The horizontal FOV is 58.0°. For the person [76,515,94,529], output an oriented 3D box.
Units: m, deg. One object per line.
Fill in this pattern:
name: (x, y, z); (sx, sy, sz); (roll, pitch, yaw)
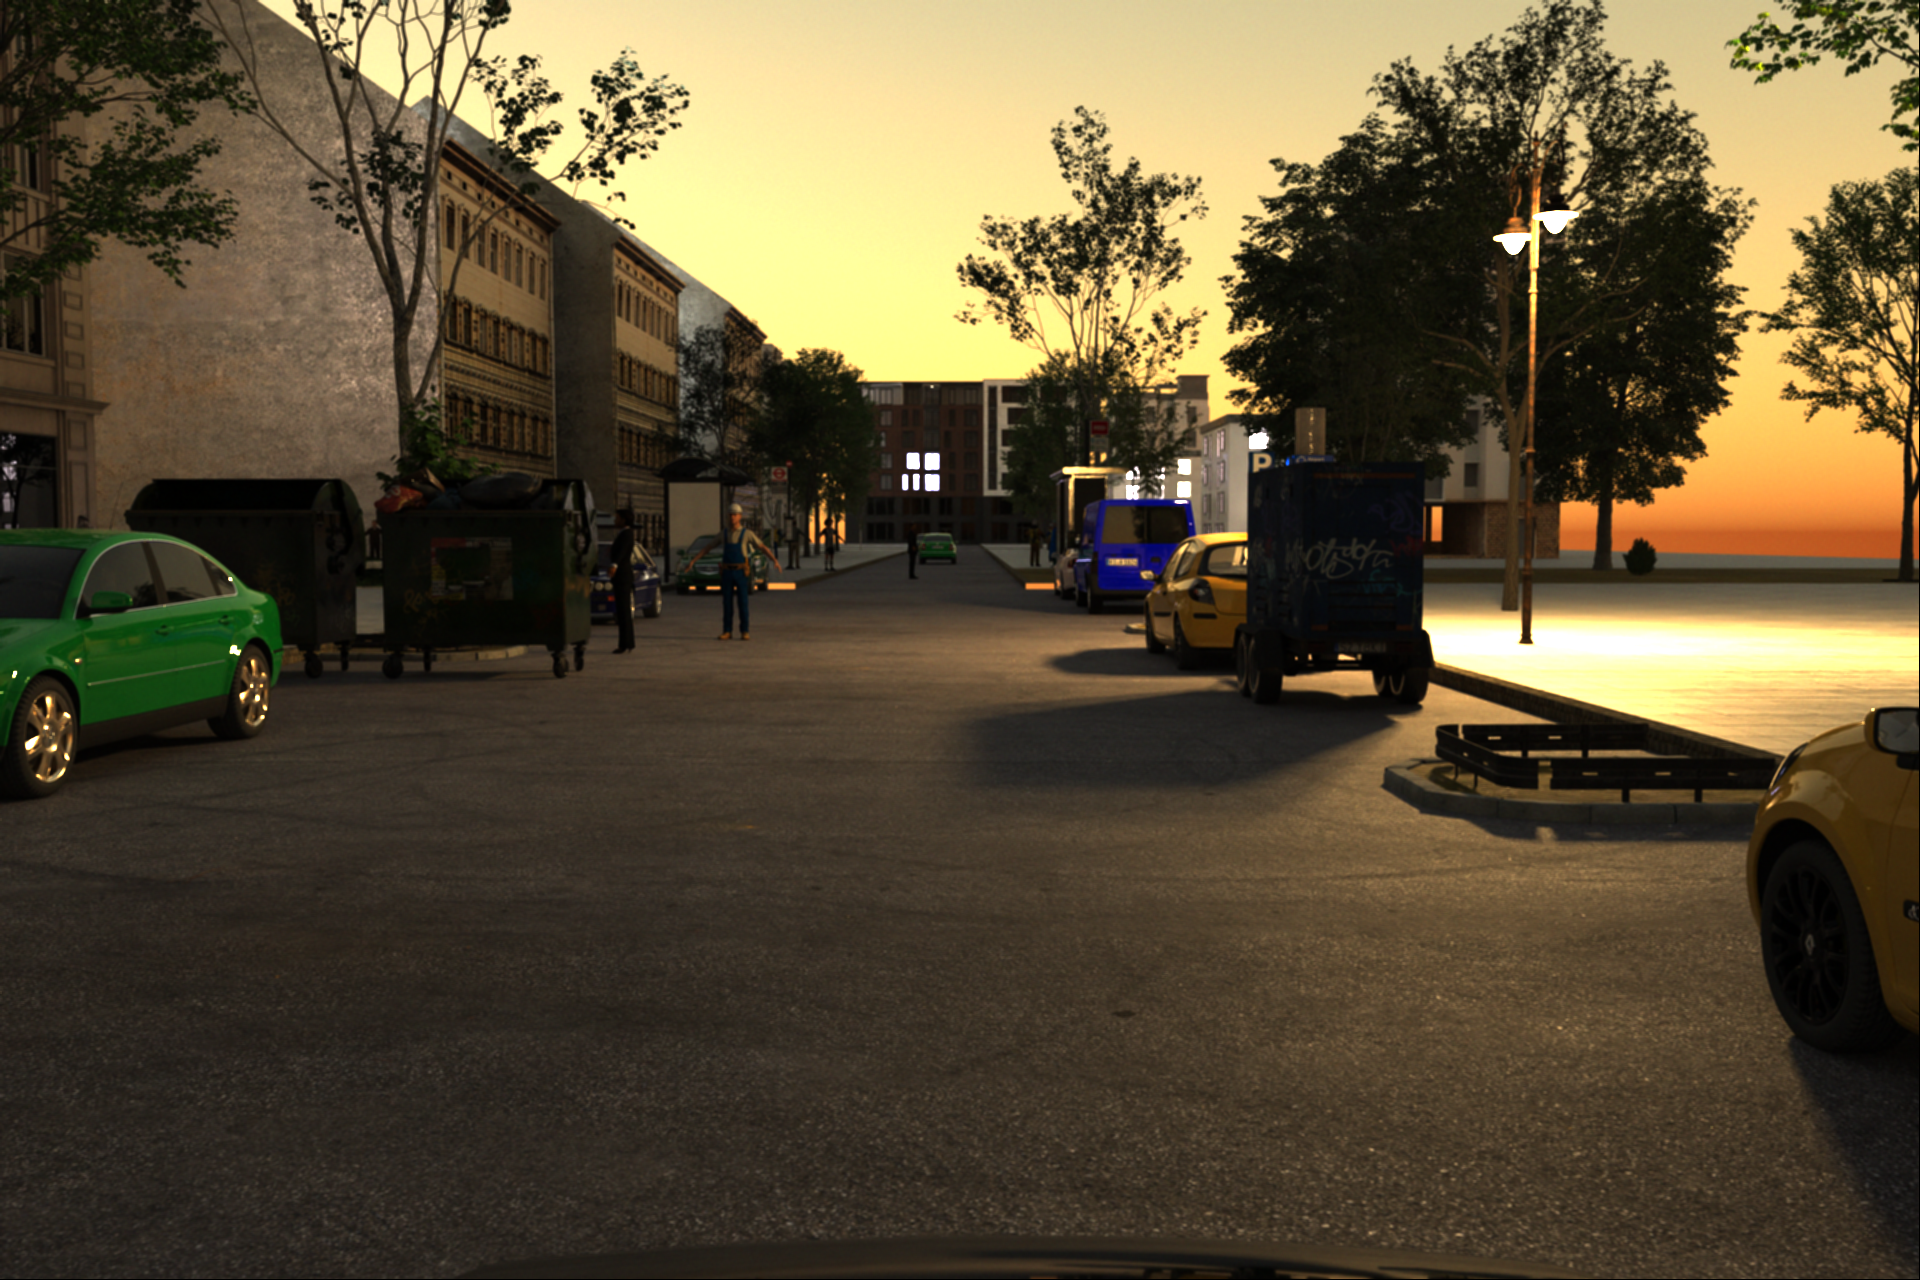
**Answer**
person: (-21.466, -2.184, 42.418); (0.621, 1.740, 0.551); (0, 4, -3)

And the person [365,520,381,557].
person: (-22.241, -3.652, 65.846); (1.346, 1.812, 0.704); (-1, 4, -21)

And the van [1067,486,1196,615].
van: (3.222, -1.720, 32.501); (2.240, 2.365, 5.245); (0, 3, 0)

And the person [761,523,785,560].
person: (-9.119, -4.817, 84.727); (1.349, 1.833, 0.705); (2, 4, 23)

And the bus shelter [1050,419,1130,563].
bus shelter: (4.219, -4.939, 58.386); (2.179, 5.291, 8.768); (0, 4, -1)

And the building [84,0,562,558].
building: (-29.057, -14.934, 75.096); (19.493, 23.208, 18.063); (0, 4, 0)

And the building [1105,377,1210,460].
building: (23.417, -22.107, 217.863); (16.016, 20.090, 11.380); (0, 4, 1)

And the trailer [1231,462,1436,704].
trailer: (3.187, -0.525, 15.632); (1.471, 1.999, 3.904); (0, 3, 0)

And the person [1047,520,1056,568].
person: (3.610, -3.674, 66.192); (0.704, 1.817, 1.347); (-1, 4, -14)

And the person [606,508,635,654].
person: (-4.131, -0.715, 20.864); (0.721, 1.740, 1.216); (0, 4, -6)

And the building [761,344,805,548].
building: (-25.678, -18.974, 176.683); (16.747, 18.905, 31.486); (0, 4, 0)

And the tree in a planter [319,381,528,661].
tree in a planter: (-6.221, -1.416, 20.378); (1.991, 3.239, 1.994); (0, 4, 1)

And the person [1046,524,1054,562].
person: (4.323, -4.500, 80.031); (0.721, 1.772, 1.216); (3, 5, 40)

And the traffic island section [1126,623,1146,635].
traffic island section: (3.448, -0.149, 25.300); (1.991, 0.108, 1.994); (0, 4, 0)

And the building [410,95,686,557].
building: (-26.485, -16.234, 96.355); (19.493, 23.208, 18.063); (0, 4, 1)

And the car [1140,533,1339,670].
car: (3.113, -0.578, 19.680); (2.015, 1.641, 3.980); (0, 4, -1)

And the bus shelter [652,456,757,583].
bus shelter: (-6.940, -3.289, 47.702); (2.014, 3.302, 5.546); (0, 4, 1)

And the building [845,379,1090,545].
building: (1.066, -24.111, 240.647); (32.646, 21.610, 27.936); (0, 4, 1)

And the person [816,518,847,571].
person: (-4.506, -3.292, 59.972); (1.345, 1.843, 0.704); (-3, 5, -45)

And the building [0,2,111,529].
building: (-28.894, -13.715, 36.255); (10.469, 25.551, 25.511); (0, 4, 1)

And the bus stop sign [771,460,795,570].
bus stop sign: (-6.397, -4.528, 62.740); (0.855, 3.939, 0.416); (0, 4, 1)

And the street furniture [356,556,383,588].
street furniture: (-15.175, -1.857, 45.984); (5.734, 0.657, 10.072); (0, 4, 3)

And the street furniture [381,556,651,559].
street furniture: (-15.670, -2.718, 60.061); (10.072, 0.657, 5.734); (1, 4, 18)

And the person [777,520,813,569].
person: (-6.122, -3.535, 64.073); (1.348, 1.796, 0.705); (0, 4, 4)

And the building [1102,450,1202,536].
building: (21.017, -15.006, 187.493); (9.099, 9.664, 28.070); (0, 4, 0)

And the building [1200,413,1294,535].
building: (23.220, -10.955, 121.258); (9.099, 9.664, 28.070); (0, 3, 0)

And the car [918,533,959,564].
car: (-1.053, -4.584, 83.744); (1.959, 1.807, 4.718); (0, 4, 0)

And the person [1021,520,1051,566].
person: (2.988, -3.849, 68.695); (1.354, 1.858, 0.705); (2, 4, 32)

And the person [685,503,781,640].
person: (-3.059, -0.930, 23.513); (1.347, 1.847, 0.705); (1, 4, 9)

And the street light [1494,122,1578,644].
street light: (6.606, -2.889, 20.029); (0.468, 5.910, 1.993); (0, 3, 0)

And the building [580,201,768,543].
building: (-24.560, -17.898, 123.561); (19.493, 23.208, 18.063); (0, 4, 1)

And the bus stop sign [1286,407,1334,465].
bus stop sign: (7.336, -2.895, 36.349); (0.837, 3.901, 0.837); (0, 3, 0)

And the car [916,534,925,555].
car: (-2.338, -6.628, 120.168); (2.131, 1.459, 4.920); (0, 4, 0)

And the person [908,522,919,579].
person: (-1.491, -2.861, 55.455); (0.704, 1.802, 1.346); (0, 4, 3)

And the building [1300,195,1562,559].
building: (25.565, -15.097, 103.250); (16.016, 20.090, 11.380); (0, 4, 0)
